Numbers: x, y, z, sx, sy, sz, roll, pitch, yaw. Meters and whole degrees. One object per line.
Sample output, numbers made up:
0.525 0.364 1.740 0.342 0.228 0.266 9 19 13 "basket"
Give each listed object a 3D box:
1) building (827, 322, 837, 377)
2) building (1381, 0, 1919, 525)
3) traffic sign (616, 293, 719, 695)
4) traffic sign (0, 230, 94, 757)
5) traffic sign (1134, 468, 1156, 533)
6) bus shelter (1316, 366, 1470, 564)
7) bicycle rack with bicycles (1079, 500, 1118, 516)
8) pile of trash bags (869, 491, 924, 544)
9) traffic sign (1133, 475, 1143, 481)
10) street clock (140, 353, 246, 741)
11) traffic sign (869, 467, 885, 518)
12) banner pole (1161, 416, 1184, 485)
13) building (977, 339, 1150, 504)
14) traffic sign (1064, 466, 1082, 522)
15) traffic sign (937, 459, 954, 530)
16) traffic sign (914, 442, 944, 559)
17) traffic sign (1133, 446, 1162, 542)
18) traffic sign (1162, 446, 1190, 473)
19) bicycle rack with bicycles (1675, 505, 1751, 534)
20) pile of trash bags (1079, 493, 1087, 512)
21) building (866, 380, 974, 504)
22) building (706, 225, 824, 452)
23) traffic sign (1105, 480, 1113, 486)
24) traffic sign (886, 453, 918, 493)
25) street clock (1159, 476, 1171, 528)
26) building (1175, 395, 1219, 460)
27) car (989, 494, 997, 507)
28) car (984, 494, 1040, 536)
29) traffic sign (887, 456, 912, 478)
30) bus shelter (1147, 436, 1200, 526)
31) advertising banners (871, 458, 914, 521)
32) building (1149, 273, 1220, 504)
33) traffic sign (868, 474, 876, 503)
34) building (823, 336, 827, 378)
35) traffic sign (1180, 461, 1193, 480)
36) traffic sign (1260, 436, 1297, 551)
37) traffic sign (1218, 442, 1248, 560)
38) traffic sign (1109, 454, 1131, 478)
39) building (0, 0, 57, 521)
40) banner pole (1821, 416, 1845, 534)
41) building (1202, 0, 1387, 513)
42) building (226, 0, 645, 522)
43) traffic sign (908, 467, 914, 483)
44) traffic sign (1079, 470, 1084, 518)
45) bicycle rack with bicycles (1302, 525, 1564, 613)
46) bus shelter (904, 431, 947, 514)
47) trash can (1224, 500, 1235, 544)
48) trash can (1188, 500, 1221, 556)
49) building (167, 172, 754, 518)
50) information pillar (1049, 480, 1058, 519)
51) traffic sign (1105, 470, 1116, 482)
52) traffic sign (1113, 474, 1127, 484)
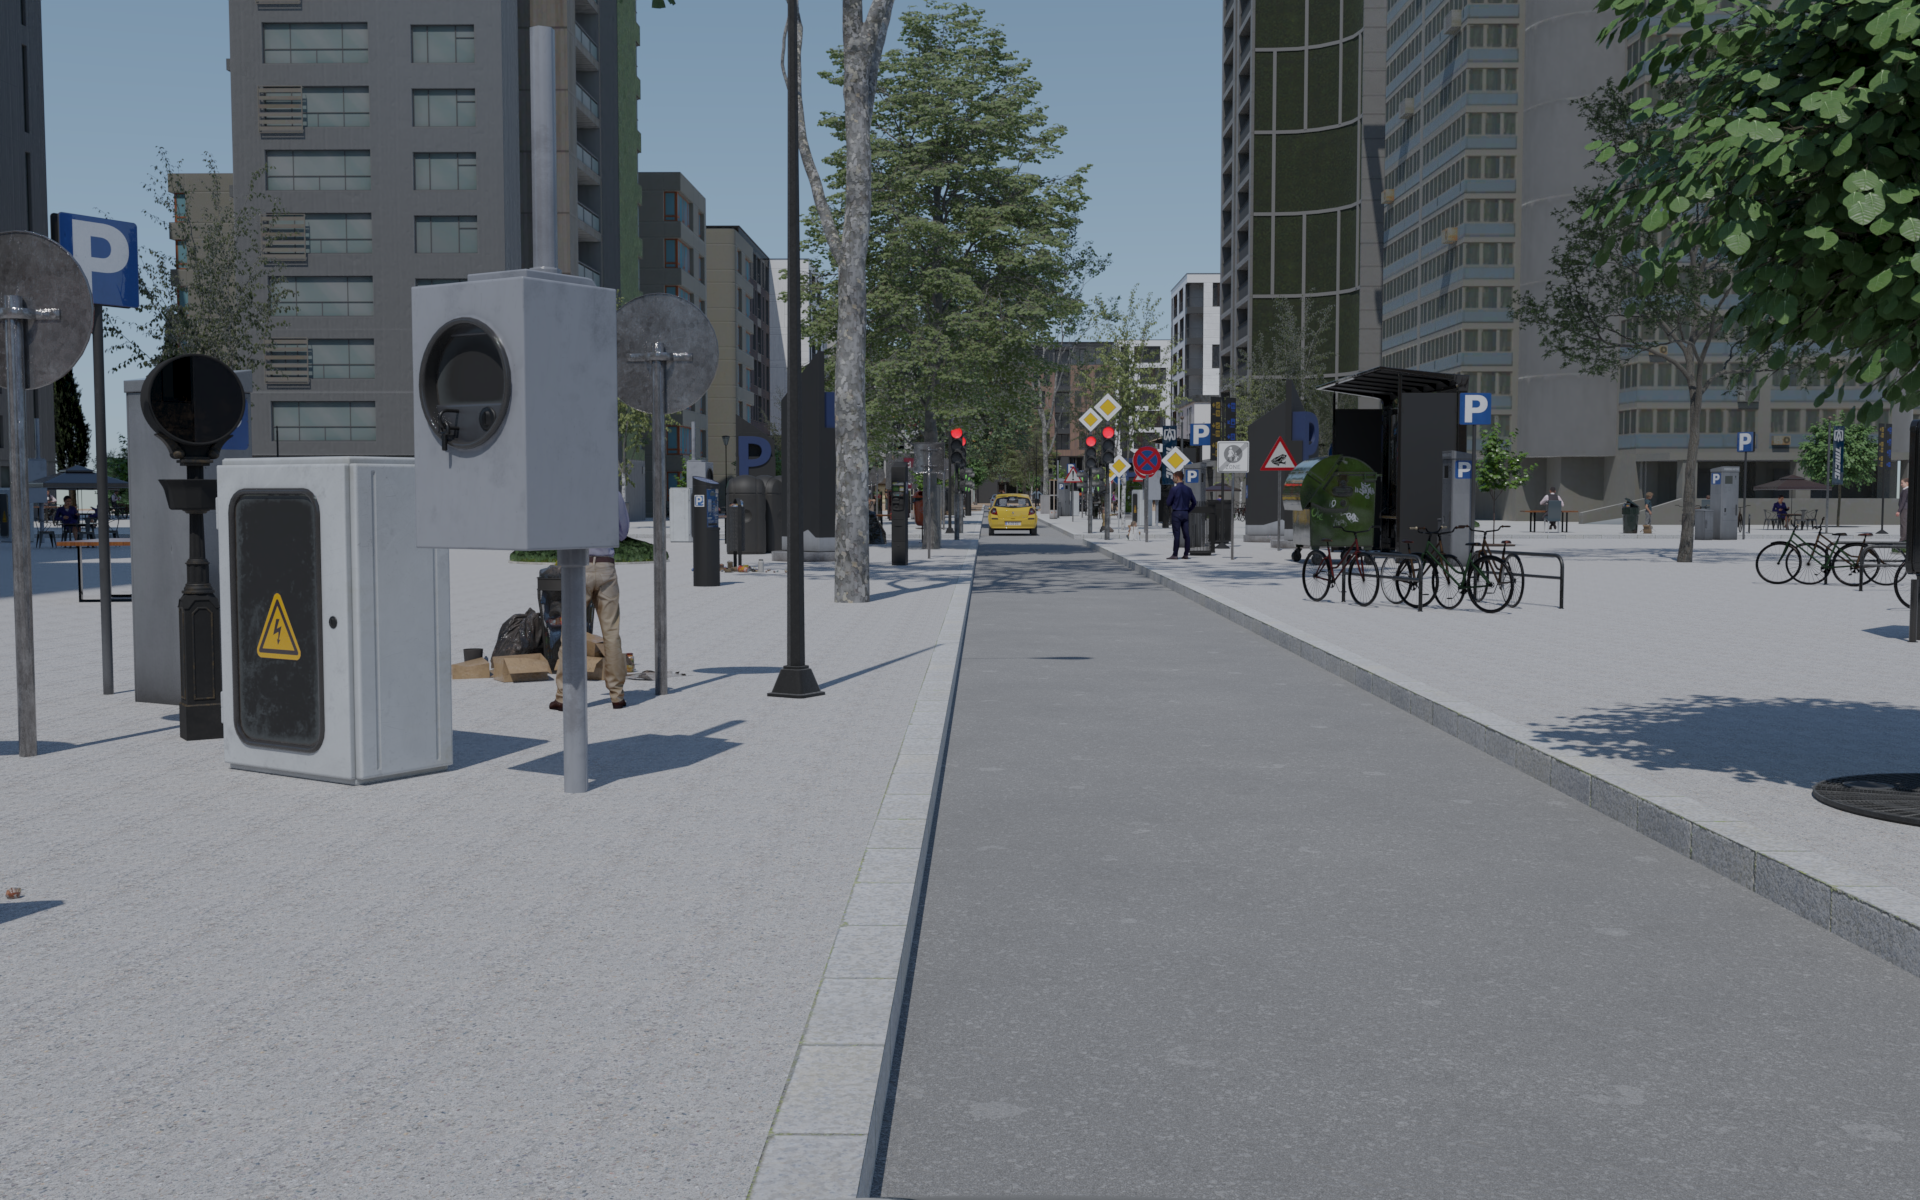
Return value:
-28.297 -19.558 186.230 31.486 18.905 16.747 0 4 1 "building"
35.136 -24.143 86.621 23.993 40.220 32.217 0 4 1 "building"
-1.912 -0.667 11.006 0.768 2.556 0.104 0 4 4 "traffic sign"
-4.565 -0.508 8.406 0.768 2.556 0.104 0 4 6 "traffic sign"
6.132 -3.497 57.278 0.768 2.556 0.104 1 4 10 "traffic sign"
8.609 -2.670 34.944 1.731 3.624 6.357 0 4 1 "bus shelter"
8.401 -5.992 111.346 2.852 0.926 2.925 1 4 23 "bicycle rack with bicycles"
-2.356 -2.154 44.967 3.447 1.369 1.912 0 4 -7 "pile of trash bags"
7.713 -4.458 72.889 0.884 2.594 0.081 0 4 5 "traffic sign"
-3.989 -0.274 9.056 0.471 2.002 0.358 -2 4 -34 "street clock"
-3.902 -4.976 81.456 0.768 2.556 0.104 0 4 4 "traffic sign"
6.885 -4.011 55.596 0.863 3.779 0.401 0 4 2 "banner pole"
18.542 -24.388 242.719 32.646 21.610 27.936 0 4 1 "building"
5.222 -4.896 80.050 0.884 2.594 0.081 0 4 1 "traffic sign"
-0.583 -3.773 61.791 0.768 2.556 0.104 0 4 8 "traffic sign"
-0.611 -1.967 34.285 0.606 2.300 0.079 0 4 5 "traffic sign"
4.962 -2.803 45.941 0.768 2.556 0.104 1 4 10 "traffic sign"
5.913 -2.916 47.416 0.795 2.593 0.064 0 4 8 "traffic sign"
25.037 -2.691 57.374 2.852 0.926 2.925 2 4 25 "bicycle rack with bicycles"
8.585 -7.157 126.776 1.912 1.369 3.447 1 4 15 "pile of trash bags"
-13.927 -22.701 237.622 31.486 18.905 16.747 0 4 1 "building"
-27.040 -18.616 148.352 27.936 21.610 32.646 0 4 1 "building"
8.970 -6.457 105.680 0.768 2.556 0.104 0 4 6 "traffic sign"
-2.551 -5.612 85.635 2.265 3.308 0.079 0 4 5 "traffic sign"
7.737 -3.704 65.123 0.358 2.002 0.471 -3 4 -36 "street clock"
24.227 -12.502 146.560 9.099 9.664 28.070 0 4 1 "building"
4.050 -10.314 180.636 2.014 1.417 4.499 0 4 2 "car"
1.836 -3.096 60.835 2.015 1.641 3.980 0 4 1 "car"
-2.053 -3.594 58.762 0.884 2.594 0.081 0 4 6 "traffic sign"
9.055 -5.014 73.264 1.731 3.624 6.357 0 4 1 "bus shelter"
-3.215 -5.306 82.940 2.074 3.025 0.090 0 4 -2 "advertising banners"
35.107 -20.328 176.332 27.936 21.610 32.646 0 4 1 "building"
-4.426 -5.172 86.691 0.606 2.300 0.079 0 4 3 "traffic sign"
-20.986 -19.196 170.280 16.016 20.091 11.380 0 4 1 "building"
8.571 -4.017 65.781 0.768 2.556 0.104 0 4 3 "traffic sign"
7.193 -2.386 39.013 0.884 2.594 0.081 0 4 2 "traffic sign"
5.302 -1.930 33.678 0.606 2.300 0.079 1 4 9 "traffic sign"
5.204 -3.472 56.494 0.795 2.593 0.064 0 4 3 "traffic sign"
-51.572 -18.733 77.986 14.107 30.474 14.160 0 4 1 "building"
28.169 -4.026 55.836 0.863 3.779 0.401 -1 4 -19 "banner pole"
27.489 -41.662 119.418 20.563 71.187 20.611 0 4 1 "building"
-22.414 -24.014 76.228 14.154 41.232 14.086 0 4 1 "building"
-2.079 -3.944 66.611 0.606 2.300 0.079 0 4 5 "traffic sign"
6.580 -5.688 93.111 0.768 2.556 0.104 1 4 8 "traffic sign"
5.552 -0.389 19.749 2.852 0.926 2.925 -1 4 -14 "bicycle rack with bicycles"
-1.771 -7.066 93.160 2.179 5.291 8.768 0 4 1 "bus shelter"
6.705 -2.014 44.585 0.748 1.137 0.748 0 3 0 "trash can"
5.016 -1.495 36.090 0.748 1.137 0.748 0 3 0 "trash can"
-28.575 -16.072 107.815 27.650 21.520 28.899 0 4 1 "building"
4.802 -5.166 88.955 0.304 2.012 0.304 3 4 39 "information pillar"
6.373 -4.492 73.181 0.795 2.593 0.064 1 4 10 "traffic sign"
8.520 -5.639 92.307 0.768 2.556 0.104 0 4 5 "traffic sign"
